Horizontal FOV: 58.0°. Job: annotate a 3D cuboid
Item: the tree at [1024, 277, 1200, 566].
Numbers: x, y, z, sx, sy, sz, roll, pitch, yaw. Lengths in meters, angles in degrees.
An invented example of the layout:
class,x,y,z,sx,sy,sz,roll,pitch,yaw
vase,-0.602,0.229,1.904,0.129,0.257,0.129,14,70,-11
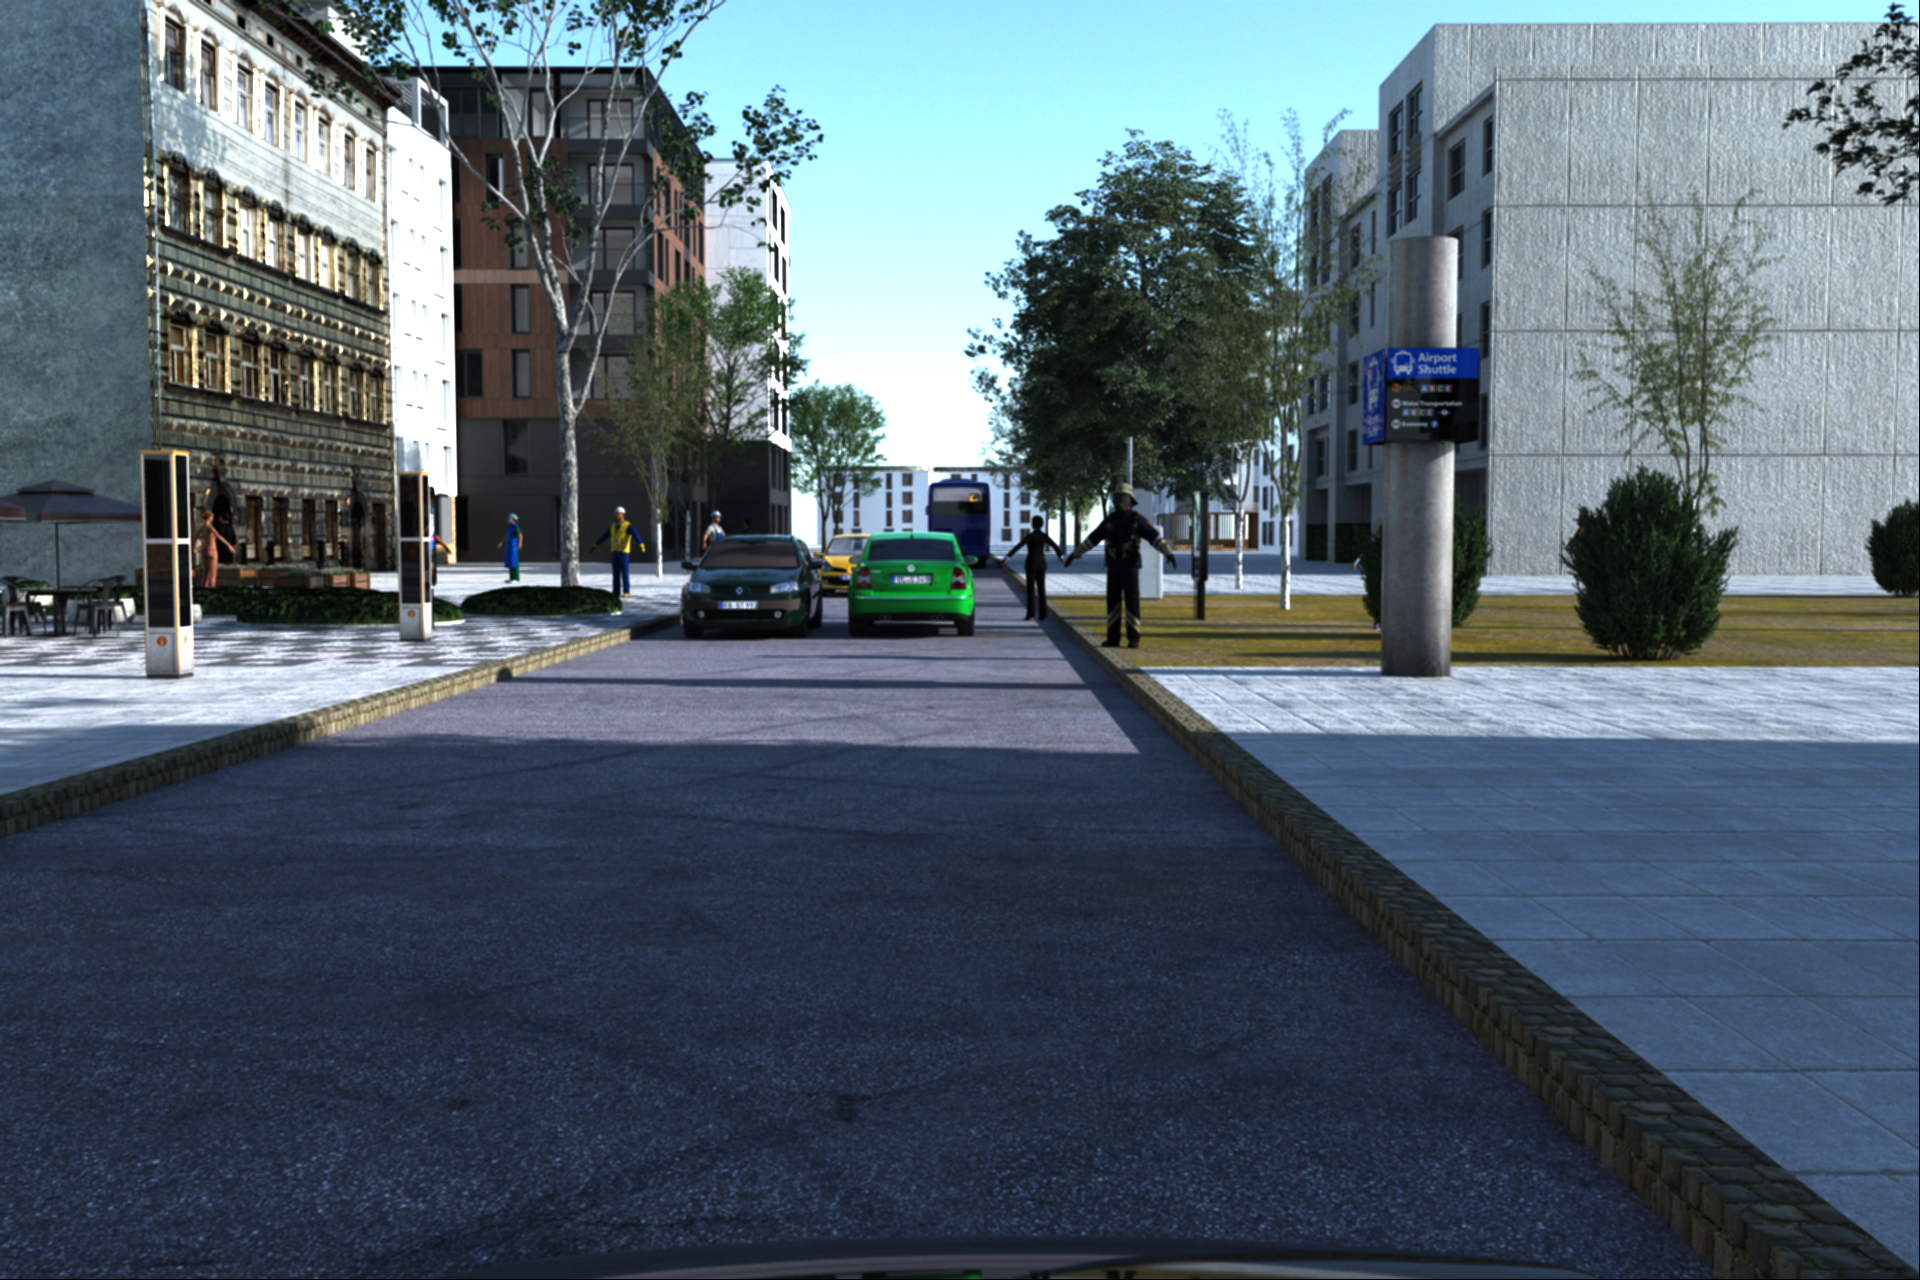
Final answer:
class,x,y,z,sx,sy,sz,roll,pitch,yaw
tree,6.326,-8.820,69.967,9.928,11.665,9.643,0,3,0

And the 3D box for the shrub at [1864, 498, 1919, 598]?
class,x,y,z,sx,sy,sz,roll,pitch,yaw
shrub,19.242,-1.876,35.084,1.690,2.028,1.600,0,3,0

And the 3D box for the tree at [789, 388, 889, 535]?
class,x,y,z,sx,sy,sz,roll,pitch,yaw
tree,-8.830,-12.079,123.249,9.928,11.665,9.643,0,3,0

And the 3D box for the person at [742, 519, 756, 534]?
class,x,y,z,sx,sy,sz,roll,pitch,yaw
person,-6.566,-2.834,53.050,0.721,1.740,1.216,2,4,29

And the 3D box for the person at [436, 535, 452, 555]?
class,x,y,z,sx,sy,sz,roll,pitch,yaw
person,-9.492,-1.507,30.788,0.704,1.843,1.345,1,4,15

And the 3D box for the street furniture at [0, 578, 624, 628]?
class,x,y,z,sx,sy,sz,roll,pitch,yaw
street furniture,-10.529,-0.677,26.694,10.072,0.657,5.734,0,4,3

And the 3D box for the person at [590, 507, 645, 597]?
class,x,y,z,sx,sy,sz,roll,pitch,yaw
person,-6.913,-1.786,35.163,1.349,1.833,0.705,2,4,26

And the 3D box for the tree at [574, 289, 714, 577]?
class,x,y,z,sx,sy,sz,roll,pitch,yaw
tree,-8.748,-6.180,51.405,4.360,8.622,3.978,0,3,0

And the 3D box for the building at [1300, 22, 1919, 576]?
class,x,y,z,sx,sy,sz,roll,pitch,yaw
building,24.888,-12.372,68.735,16.747,18.905,31.486,0,4,1

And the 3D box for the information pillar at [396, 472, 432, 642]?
class,x,y,z,sx,sy,sz,roll,pitch,yaw
information pillar,-6.512,-0.990,20.671,0.304,2.012,0.304,0,4,1

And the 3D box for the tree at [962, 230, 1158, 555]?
class,x,y,z,sx,sy,sz,roll,pitch,yaw
tree,6.037,-15.388,107.483,12.611,20.169,13.585,0,3,0

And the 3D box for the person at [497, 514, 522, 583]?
class,x,y,z,sx,sy,sz,roll,pitch,yaw
person,-11.776,-2.408,45.502,0.704,1.817,1.347,-3,4,-39

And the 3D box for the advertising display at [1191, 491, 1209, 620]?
class,x,y,z,sx,sy,sz,roll,pitch,yaw
advertising display,3.615,-1.279,26.120,0.123,1.923,0.974,0,4,1

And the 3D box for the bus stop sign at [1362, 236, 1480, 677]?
class,x,y,z,sx,sy,sz,roll,pitch,yaw
bus stop sign,4.155,-1.631,15.684,0.837,3.901,0.837,0,4,0

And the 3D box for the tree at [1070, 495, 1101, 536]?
class,x,y,z,sx,sy,sz,roll,pitch,yaw
tree,15.549,-16.148,214.375,4.737,8.622,4.395,0,3,0

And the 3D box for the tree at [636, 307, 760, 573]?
class,x,y,z,sx,sy,sz,roll,pitch,yaw
tree,-9.092,-6.503,56.682,4.360,8.622,3.978,0,3,0

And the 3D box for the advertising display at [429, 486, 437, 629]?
class,x,y,z,sx,sy,sz,roll,pitch,yaw
advertising display,-7.143,-1.083,22.923,0.123,1.923,0.974,0,4,1

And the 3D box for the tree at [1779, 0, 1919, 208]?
class,x,y,z,sx,sy,sz,roll,pitch,yaw
tree,6.602,-4.477,7.608,8.767,10.594,7.601,2,4,35

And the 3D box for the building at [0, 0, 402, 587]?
class,x,y,z,sx,sy,sz,roll,pitch,yaw
building,-28.799,-13.431,50.523,19.493,23.208,18.063,0,4,0

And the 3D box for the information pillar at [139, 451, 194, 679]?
class,x,y,z,sx,sy,sz,roll,pitch,yaw
information pillar,-7.048,-0.667,15.397,0.304,2.012,0.304,0,4,0

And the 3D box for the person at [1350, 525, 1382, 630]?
class,x,y,z,sx,sy,sz,roll,pitch,yaw
person,5.717,-0.855,23.239,0.991,1.433,0.599,0,4,-1

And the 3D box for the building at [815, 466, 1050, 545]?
class,x,y,z,sx,sy,sz,roll,pitch,yaw
building,-3.083,-16.431,213.246,28.070,9.664,9.099,0,4,7

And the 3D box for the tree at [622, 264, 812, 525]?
class,x,y,z,sx,sy,sz,roll,pitch,yaw
tree,-9.267,-8.596,66.296,9.928,11.665,9.643,0,3,0

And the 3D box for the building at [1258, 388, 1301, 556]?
class,x,y,z,sx,sy,sz,roll,pitch,yaw
building,23.821,-9.599,99.093,9.099,9.664,28.070,0,4,0

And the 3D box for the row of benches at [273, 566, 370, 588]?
class,x,y,z,sx,sy,sz,roll,pitch,yaw
row of benches,-11.752,-1.009,31.960,1.422,0.672,4.104,0,4,-4

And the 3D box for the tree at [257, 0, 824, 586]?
class,x,y,z,sx,sy,sz,roll,pitch,yaw
tree,-8.593,-11.124,37.772,12.611,20.169,13.585,0,3,0

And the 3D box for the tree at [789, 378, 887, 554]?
class,x,y,z,sx,sy,sz,roll,pitch,yaw
tree,-8.845,-11.512,113.979,9.928,11.665,9.643,0,3,0

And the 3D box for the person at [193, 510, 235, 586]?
class,x,y,z,sx,sy,sz,roll,pitch,yaw
person,-14.358,-1.620,33.283,1.217,1.733,0.721,2,4,32

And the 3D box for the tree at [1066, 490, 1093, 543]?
class,x,y,z,sx,sy,sz,roll,pitch,yaw
tree,14.418,-15.777,208.308,4.737,8.622,4.395,0,3,0

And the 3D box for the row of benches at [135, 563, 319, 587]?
class,x,y,z,sx,sy,sz,roll,pitch,yaw
row of benches,-15.426,-1.295,36.633,4.104,0.672,1.422,1,4,12

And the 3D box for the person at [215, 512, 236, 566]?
class,x,y,z,sx,sy,sz,roll,pitch,yaw
person,-17.798,-2.184,41.896,0.705,1.806,1.347,0,4,3

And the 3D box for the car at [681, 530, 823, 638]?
class,x,y,z,sx,sy,sz,roll,pitch,yaw
car,-2.969,-0.944,25.215,2.009,1.686,4.222,0,4,0

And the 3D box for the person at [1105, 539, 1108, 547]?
class,x,y,z,sx,sy,sz,roll,pitch,yaw
person,4.755,-2.861,52.970,0.705,1.806,1.347,-2,4,-27

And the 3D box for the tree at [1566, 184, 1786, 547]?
class,x,y,z,sx,sy,sz,roll,pitch,yaw
tree,15.437,-5.227,35.824,4.360,8.622,3.978,0,3,0

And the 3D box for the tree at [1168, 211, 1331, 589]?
class,x,y,z,sx,sy,sz,roll,pitch,yaw
tree,6.421,-5.482,39.988,4.360,8.622,3.978,0,3,0

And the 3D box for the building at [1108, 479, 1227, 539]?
class,x,y,z,sx,sy,sz,roll,pitch,yaw
building,20.811,-14.377,177.203,9.099,9.664,28.070,0,3,0

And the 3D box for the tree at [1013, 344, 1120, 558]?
class,x,y,z,sx,sy,sz,roll,pitch,yaw
tree,6.498,-10.582,91.145,7.486,12.596,7.792,0,3,0

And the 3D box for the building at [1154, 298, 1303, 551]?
class,x,y,z,sx,sy,sz,roll,pitch,yaw
building,21.659,-17.712,146.015,16.016,20.090,11.380,0,4,1

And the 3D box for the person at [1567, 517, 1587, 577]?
class,x,y,z,sx,sy,sz,roll,pitch,yaw
person,18.634,-2.822,51.916,1.354,1.858,0.705,-3,5,-42

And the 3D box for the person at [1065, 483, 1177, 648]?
class,x,y,z,sx,sy,sz,roll,pitch,yaw
person,1.838,-0.846,19.609,1.354,1.856,0.705,2,4,28

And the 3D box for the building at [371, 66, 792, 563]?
class,x,y,z,sx,sy,sz,roll,pitch,yaw
building,-24.352,-15.189,92.308,27.936,21.610,32.646,0,4,-1

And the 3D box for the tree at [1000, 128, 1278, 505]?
class,x,y,z,sx,sy,sz,roll,pitch,yaw
tree,5.962,-9.155,56.346,9.857,13.997,8.962,0,3,0

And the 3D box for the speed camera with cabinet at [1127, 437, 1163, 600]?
class,x,y,z,sx,sy,sz,roll,pitch,yaw
speed camera with cabinet,3.659,-2.469,34.709,0.660,3.252,2.038,0,4,-1

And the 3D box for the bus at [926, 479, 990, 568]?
class,x,y,z,sx,sy,sz,roll,pitch,yaw
bus,-0.110,-5.187,76.357,2.896,3.916,12.251,0,4,-1

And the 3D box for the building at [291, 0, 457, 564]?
class,x,y,z,sx,sy,sz,roll,pitch,yaw
building,-27.021,-12.600,62.424,16.016,20.090,11.380,0,4,0

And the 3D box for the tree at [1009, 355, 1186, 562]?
class,x,y,z,sx,sy,sz,roll,pitch,yaw
tree,6.769,-8.925,80.335,8.767,10.594,7.601,-1,4,-21

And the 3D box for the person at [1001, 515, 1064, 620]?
class,x,y,z,sx,sy,sz,roll,pitch,yaw
person,1.226,-1.201,28.809,1.216,1.740,0.721,-2,4,-29

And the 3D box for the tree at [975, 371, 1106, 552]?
class,x,y,z,sx,sy,sz,roll,pitch,yaw
tree,6.201,-13.026,123.348,12.009,13.543,11.850,0,3,0

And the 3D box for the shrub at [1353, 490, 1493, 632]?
class,x,y,z,sx,sy,sz,roll,pitch,yaw
shrub,5.756,-1.069,21.517,1.661,2.075,1.752,0,3,0

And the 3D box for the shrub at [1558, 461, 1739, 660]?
class,x,y,z,sx,sy,sz,roll,pitch,yaw
shrub,7.050,-0.816,17.764,1.690,2.028,1.600,0,3,0

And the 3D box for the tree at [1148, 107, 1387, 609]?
class,x,y,z,sx,sy,sz,roll,pitch,yaw
tree,5.773,-4.830,29.331,4.360,8.622,3.978,0,3,0

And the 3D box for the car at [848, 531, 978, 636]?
class,x,y,z,sx,sy,sz,roll,pitch,yaw
car,-0.700,-1.036,25.732,1.959,1.807,4.718,0,4,-1

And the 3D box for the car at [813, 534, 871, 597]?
class,x,y,z,sx,sy,sz,roll,pitch,yaw
car,-2.417,-1.875,40.885,2.015,1.641,3.980,0,3,0

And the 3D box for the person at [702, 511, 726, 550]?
class,x,y,z,sx,sy,sz,roll,pitch,yaw
person,-5.945,-2.231,42.339,0.705,1.847,1.347,2,4,26
